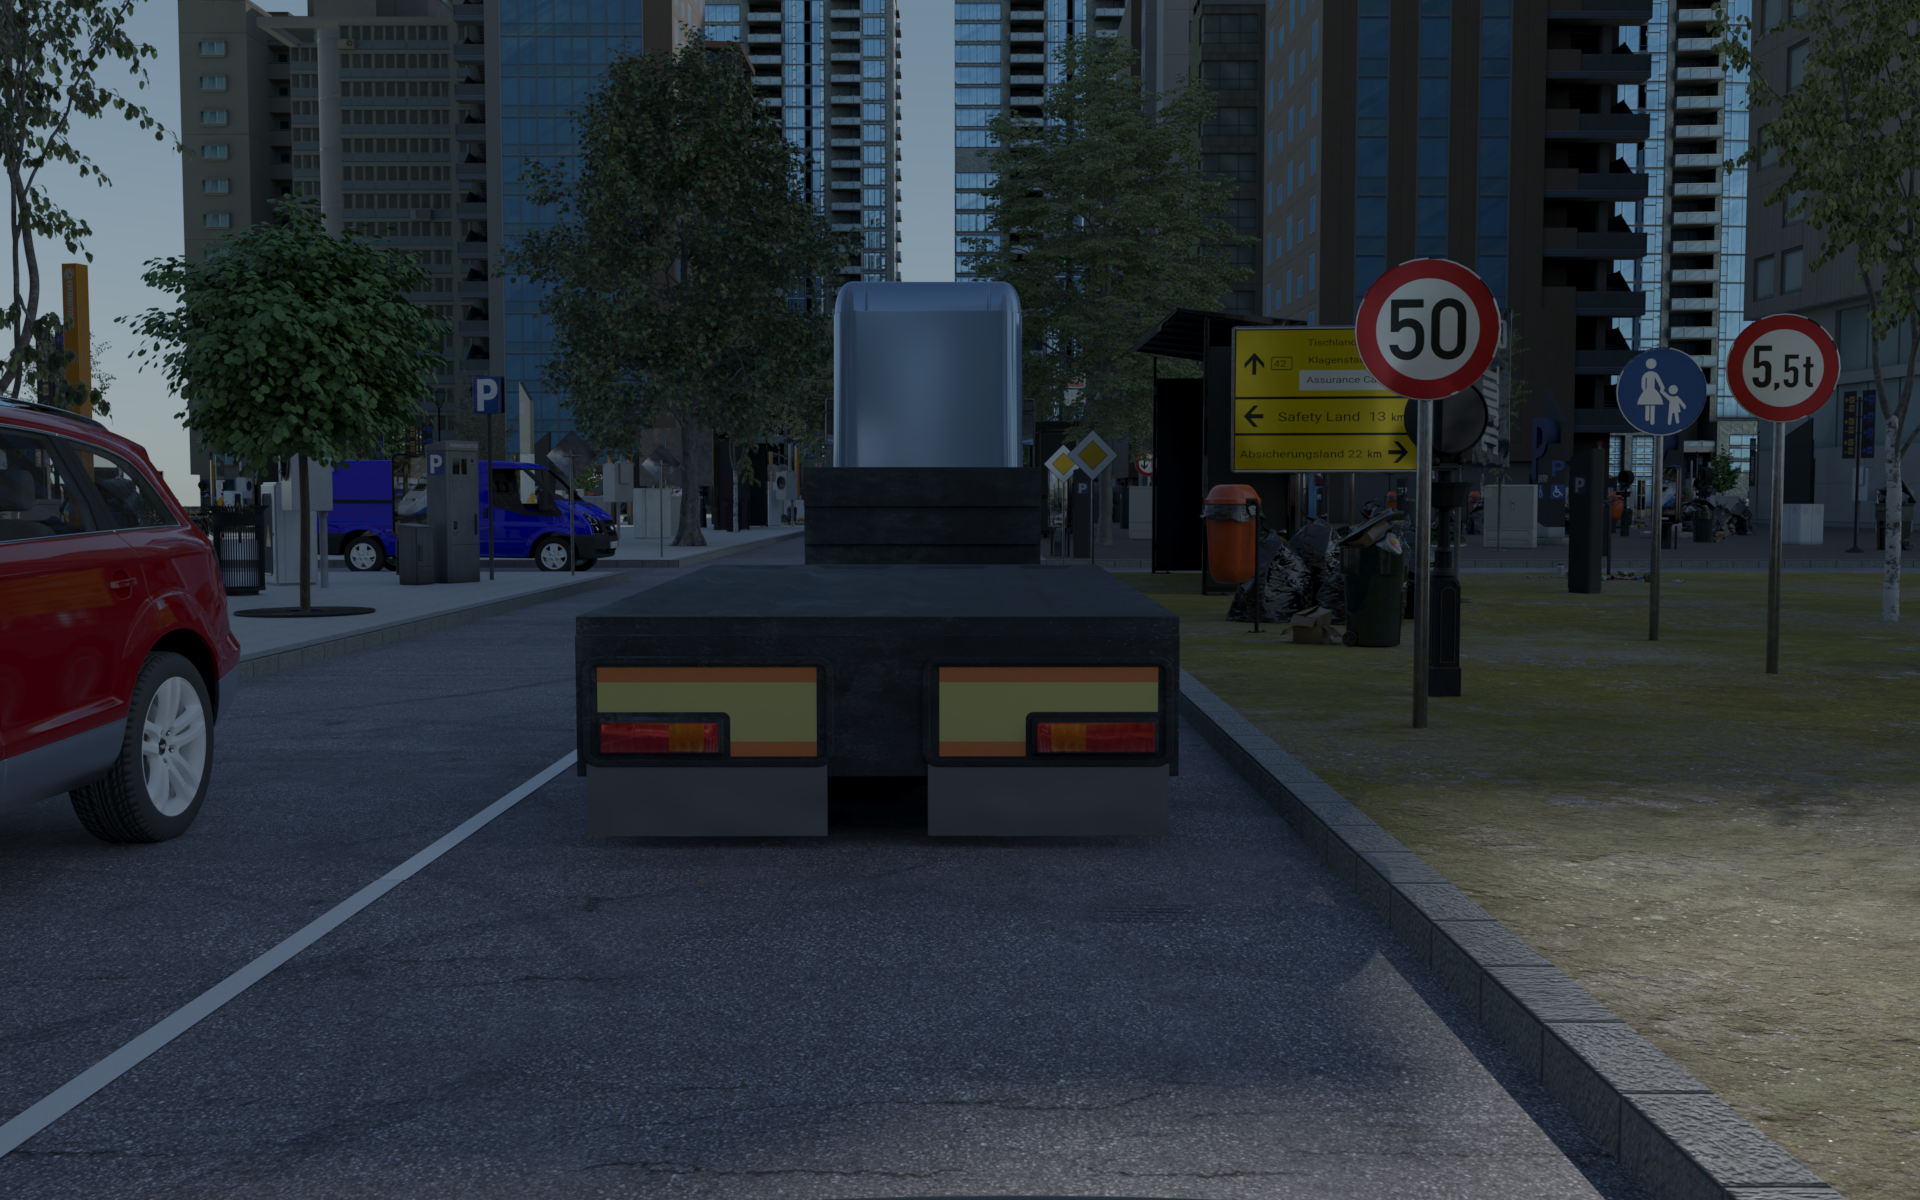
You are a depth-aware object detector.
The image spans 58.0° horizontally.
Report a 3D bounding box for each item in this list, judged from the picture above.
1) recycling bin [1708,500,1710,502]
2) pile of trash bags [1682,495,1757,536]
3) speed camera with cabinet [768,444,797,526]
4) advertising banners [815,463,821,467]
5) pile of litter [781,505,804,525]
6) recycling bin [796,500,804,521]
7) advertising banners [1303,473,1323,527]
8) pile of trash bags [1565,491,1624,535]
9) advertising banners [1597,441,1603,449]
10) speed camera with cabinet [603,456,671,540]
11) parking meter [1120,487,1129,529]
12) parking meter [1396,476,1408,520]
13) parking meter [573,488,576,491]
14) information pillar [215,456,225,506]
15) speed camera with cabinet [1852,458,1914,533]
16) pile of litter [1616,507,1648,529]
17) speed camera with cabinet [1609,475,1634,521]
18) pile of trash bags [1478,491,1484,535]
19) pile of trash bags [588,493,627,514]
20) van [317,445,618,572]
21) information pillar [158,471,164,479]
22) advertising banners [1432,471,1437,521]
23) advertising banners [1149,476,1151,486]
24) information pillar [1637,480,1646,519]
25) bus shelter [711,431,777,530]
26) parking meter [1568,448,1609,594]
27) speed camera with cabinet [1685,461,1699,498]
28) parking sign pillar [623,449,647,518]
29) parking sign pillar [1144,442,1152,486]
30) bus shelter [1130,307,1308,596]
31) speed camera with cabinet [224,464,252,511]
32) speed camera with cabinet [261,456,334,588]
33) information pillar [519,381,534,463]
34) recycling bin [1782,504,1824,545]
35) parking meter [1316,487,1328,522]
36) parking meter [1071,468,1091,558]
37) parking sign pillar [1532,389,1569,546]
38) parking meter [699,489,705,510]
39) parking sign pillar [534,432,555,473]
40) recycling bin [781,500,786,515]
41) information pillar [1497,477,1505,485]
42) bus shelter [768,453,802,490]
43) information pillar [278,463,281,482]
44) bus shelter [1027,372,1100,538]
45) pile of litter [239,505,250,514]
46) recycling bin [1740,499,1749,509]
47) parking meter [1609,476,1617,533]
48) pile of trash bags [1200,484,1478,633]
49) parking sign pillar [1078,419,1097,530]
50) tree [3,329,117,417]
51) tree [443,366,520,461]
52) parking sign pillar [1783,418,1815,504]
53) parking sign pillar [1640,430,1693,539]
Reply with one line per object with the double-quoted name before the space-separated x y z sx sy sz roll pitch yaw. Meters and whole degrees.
"recycling bin" 30.977 -3.644 72.133 0.722 1.027 0.722 0 4 -6
"pile of trash bags" 23.564 -2.764 54.938 1.912 1.369 3.447 -1 4 -15
"speed camera with cabinet" -7.332 -4.565 68.973 0.660 3.252 2.038 -3 5 -43
"advertising banners" -7.335 -6.107 96.043 2.074 3.025 0.090 3 5 44
"pile of litter" -6.813 -3.524 71.585 1.719 0.858 1.176 -1 4 -12
"recycling bin" -6.525 -3.749 73.851 0.722 1.027 0.722 2 4 30
"advertising banners" 8.936 -3.010 45.398 0.090 3.025 2.074 -2 4 -27
"pile of trash bags" 19.812 -2.799 55.509 3.447 1.369 1.912 -1 4 -17
"advertising banners" 21.053 -3.763 57.713 0.090 3.025 2.074 0 4 4
"speed camera with cabinet" -9.213 -3.370 49.431 0.660 3.252 2.038 3 5 40
"parking meter" 6.097 -3.391 63.860 0.372 1.533 0.369 0 3 0
"parking meter" 14.423 -3.108 56.525 0.255 1.863 0.399 2 4 31
"parking meter" -13.743 -3.227 61.179 0.372 1.533 0.369 0 3 0
"information pillar" -44.448 -6.893 104.055 0.504 3.616 0.183 -2 4 -29
"speed camera with cabinet" 30.439 -3.840 57.116 0.660 3.252 2.038 -1 4 -16
"pile of litter" 25.167 -3.103 64.692 1.719 0.858 1.176 -2 4 -35
"speed camera with cabinet" 31.013 -5.352 81.840 0.660 3.252 2.038 -1 4 -14
"pile of trash bags" 16.423 -2.831 56.042 1.912 1.369 3.447 2 4 25
"pile of trash bags" -22.033 -6.056 108.773 1.912 1.369 3.447 2 4 35
"van" -8.845 -1.646 31.288 5.245 2.365 2.240 0 4 2
"information pillar" -25.194 -3.057 54.480 0.304 2.012 0.304 -2 4 -26
"advertising banners" 17.074 -4.024 61.975 0.090 3.025 2.074 0 4 5
"advertising banners" 7.490 -4.524 70.155 0.090 3.025 2.074 1 4 22
"information pillar" 35.184 -5.196 89.448 0.304 2.012 0.304 -1 4 -20
"bus shelter" -7.972 -4.469 64.345 1.731 3.624 6.357 0 3 0
"parking meter" 8.100 -1.023 22.429 0.255 1.863 0.399 -2 4 -25
"speed camera with cabinet" 42.658 -6.592 102.115 2.038 3.252 0.660 -1 4 -18
"parking sign pillar" -16.590 -6.149 89.000 1.447 3.967 1.447 1 4 22
"parking sign pillar" 9.828 -6.123 88.591 1.447 3.967 1.447 -1 4 -10
"bus shelter" 3.588 -2.056 24.894 1.731 3.624 6.357 0 4 0
"speed camera with cabinet" -39.207 -6.098 94.040 0.660 3.252 2.038 0 4 6
"speed camera with cabinet" -9.285 -1.826 24.187 0.660 3.252 2.038 -2 4 -32
"information pillar" -8.989 -2.728 35.959 0.183 3.616 0.504 -3 5 -41
"recycling bin" 21.301 -1.912 43.820 0.722 1.027 0.722 -1 4 -12
"parking meter" 12.234 -3.068 58.574 0.372 1.533 0.369 0 3 0
"parking meter" 2.434 -1.777 34.759 0.399 1.863 0.255 0 4 0
"parking sign pillar" 14.883 -3.381 43.747 1.447 3.967 1.447 0 4 0
"parking meter" -11.193 -4.062 74.817 0.372 1.533 0.369 0 3 0
"parking sign pillar" -18.243 -5.309 75.274 1.447 3.967 1.447 2 4 24
"recycling bin" -8.187 -3.983 77.680 0.722 1.027 0.722 -1 4 -13
"information pillar" 22.764 -4.187 72.956 0.304 2.012 0.304 1 4 20
"bus shelter" -9.201 -5.694 87.020 2.014 3.302 5.546 0 4 0
"information pillar" -14.485 -2.812 37.324 0.504 3.616 0.183 1 4 23
"bus shelter" 3.034 -4.682 54.186 2.179 5.291 8.768 0 3 0
"pile of litter" -28.945 -3.389 69.369 1.176 0.858 1.719 0 4 -1
"recycling bin" 41.656 -4.881 92.359 0.722 1.027 0.722 3 5 43
"parking meter" 21.490 -3.152 57.245 0.399 1.863 0.255 2 4 26
"pile of trash bags" 3.484 -0.459 17.250 1.912 1.369 3.447 3 5 40
"parking sign pillar" 4.203 -4.509 62.198 1.447 3.967 1.447 -2 4 -28
"tree" -36.761 -7.367 70.812 4.737 8.622 4.395 0 3 0
"tree" -27.779 -9.174 100.353 4.360 8.622 3.978 0 3 0
"parking sign pillar" 29.699 -4.478 61.681 1.447 3.967 1.447 -3 5 -43
"parking sign pillar" 20.506 -3.773 50.165 1.447 3.967 1.447 0 4 3
